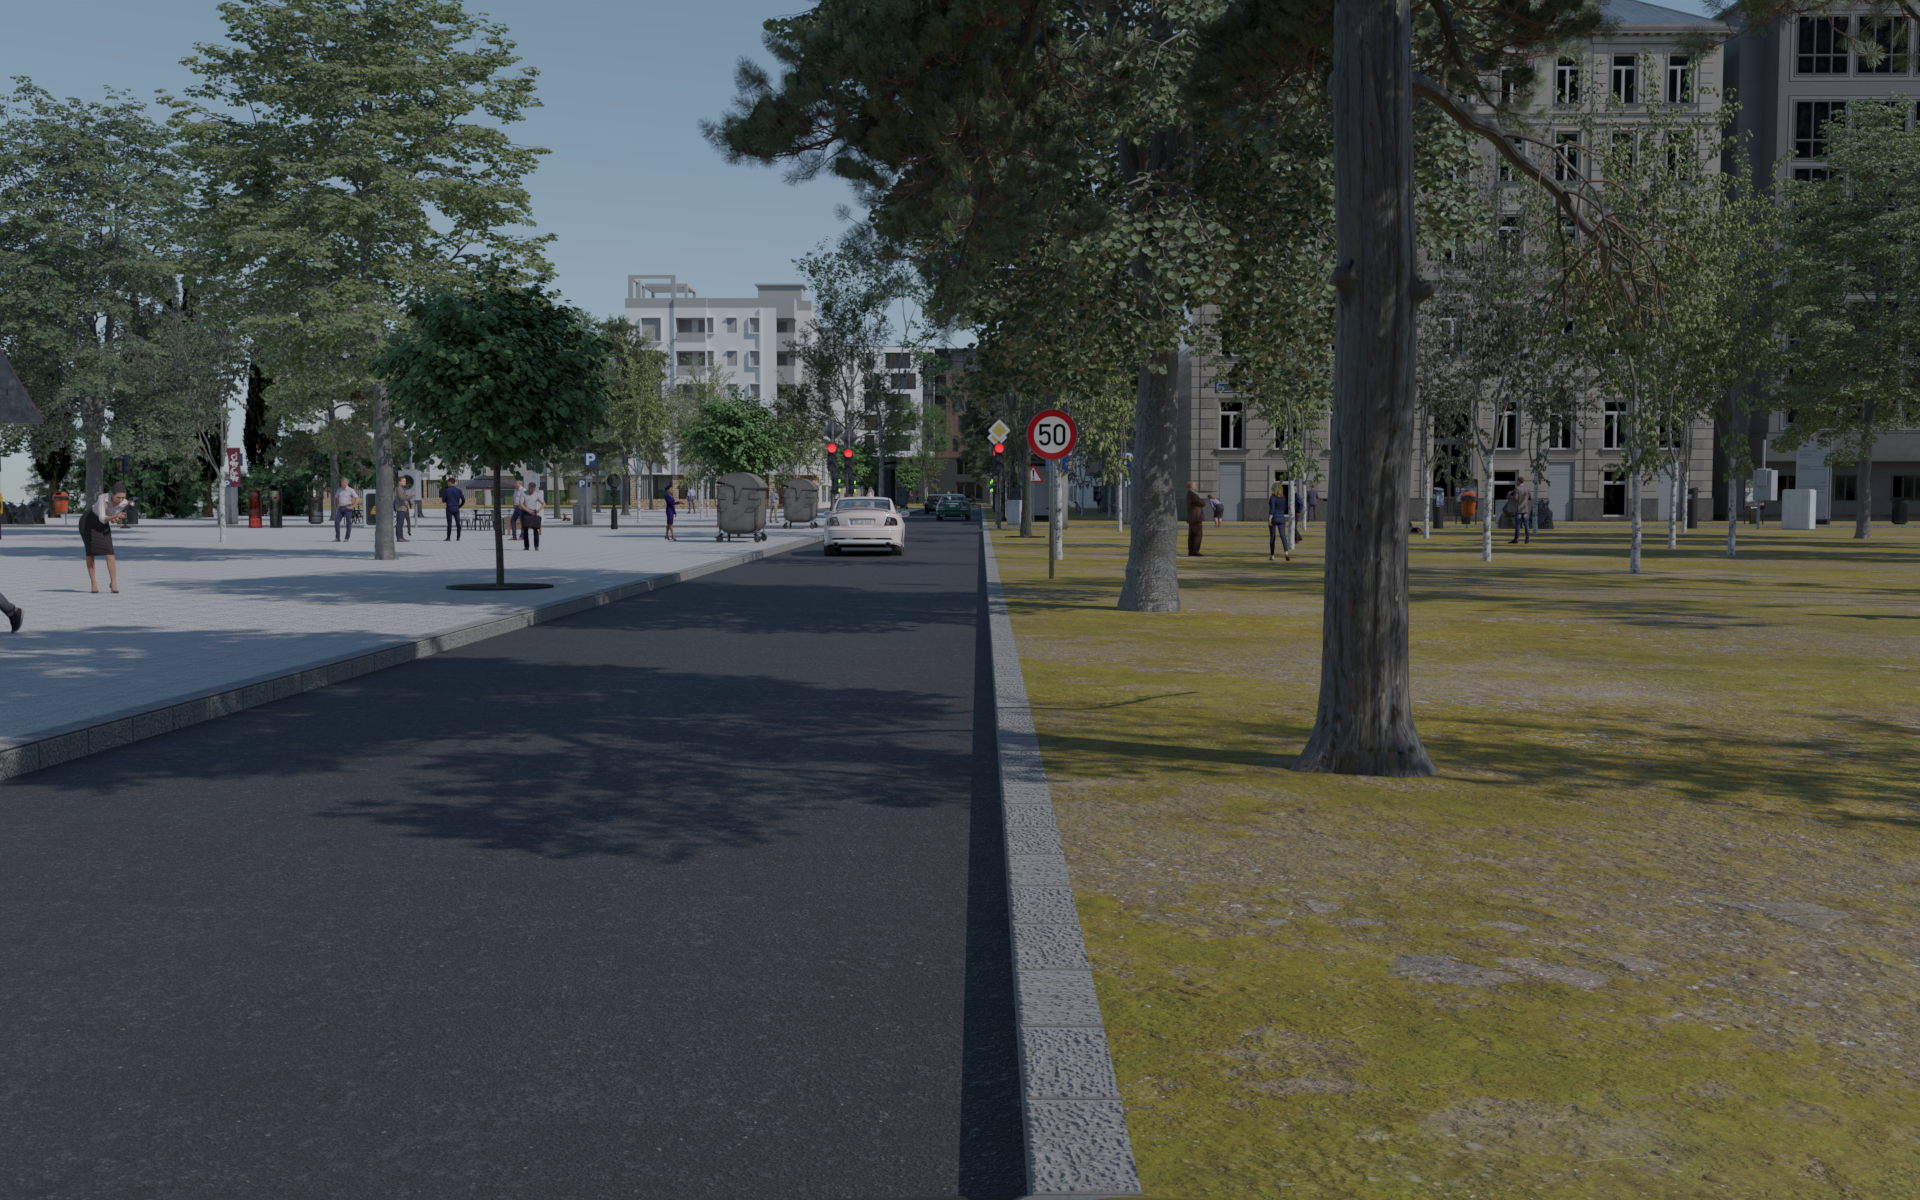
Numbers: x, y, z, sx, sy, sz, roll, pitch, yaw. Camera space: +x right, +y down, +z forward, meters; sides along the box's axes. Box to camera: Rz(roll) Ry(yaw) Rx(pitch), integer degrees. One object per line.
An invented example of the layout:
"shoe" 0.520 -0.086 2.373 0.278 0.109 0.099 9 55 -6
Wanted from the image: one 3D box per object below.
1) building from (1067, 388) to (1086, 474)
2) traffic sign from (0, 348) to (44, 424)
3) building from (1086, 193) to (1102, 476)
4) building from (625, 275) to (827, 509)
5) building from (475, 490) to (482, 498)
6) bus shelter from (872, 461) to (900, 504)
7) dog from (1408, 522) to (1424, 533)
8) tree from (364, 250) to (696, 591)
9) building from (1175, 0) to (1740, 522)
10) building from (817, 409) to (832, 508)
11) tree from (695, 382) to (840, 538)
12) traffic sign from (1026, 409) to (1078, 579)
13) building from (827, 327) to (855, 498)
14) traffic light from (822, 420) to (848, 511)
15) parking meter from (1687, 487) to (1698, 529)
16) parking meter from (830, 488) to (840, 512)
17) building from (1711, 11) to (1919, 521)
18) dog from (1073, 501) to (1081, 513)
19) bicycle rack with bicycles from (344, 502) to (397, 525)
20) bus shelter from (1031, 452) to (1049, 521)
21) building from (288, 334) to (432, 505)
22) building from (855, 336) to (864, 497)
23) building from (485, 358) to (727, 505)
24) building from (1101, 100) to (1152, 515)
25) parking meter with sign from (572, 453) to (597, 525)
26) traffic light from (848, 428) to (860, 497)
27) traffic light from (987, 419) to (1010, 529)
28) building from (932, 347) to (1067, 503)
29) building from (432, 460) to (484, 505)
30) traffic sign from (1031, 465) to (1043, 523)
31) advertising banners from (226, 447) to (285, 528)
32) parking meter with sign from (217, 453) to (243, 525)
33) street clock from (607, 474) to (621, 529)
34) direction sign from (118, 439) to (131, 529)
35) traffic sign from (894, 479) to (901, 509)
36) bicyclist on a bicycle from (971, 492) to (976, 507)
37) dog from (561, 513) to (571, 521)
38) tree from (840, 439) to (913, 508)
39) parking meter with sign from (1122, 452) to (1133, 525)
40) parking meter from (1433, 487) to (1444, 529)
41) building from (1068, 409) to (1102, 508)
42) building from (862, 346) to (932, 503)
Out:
"building" 19.414 -19.916 182.054 16.016 20.091 11.380 0 4 1
"traffic sign" -7.355 -0.800 13.079 0.884 2.594 0.081 0 4 1
"building" 17.613 -20.835 134.157 14.314 27.812 24.014 0 4 1
"building" -20.553 -18.184 153.725 16.016 20.091 11.380 0 4 1
"building" -51.858 -23.326 247.838 31.486 18.905 16.747 0 4 1
"bus shelter" -5.321 -8.195 125.271 1.731 3.624 6.357 0 4 1
"dog" 15.079 -2.425 57.387 0.748 0.427 0.550 2 4 30
"tree" -6.330 -2.440 23.616 4.285 4.588 4.351 0 3 0
"building" 22.864 -17.615 85.264 25.104 27.353 12.463 0 4 1
"building" -17.192 -14.162 173.694 9.099 9.664 28.070 0 4 1
"tree" -6.555 -4.106 50.840 4.285 4.588 4.351 0 3 0
"traffic sign" 1.382 -1.587 26.050 0.768 2.556 0.104 0 4 2
"building" -20.528 -20.627 193.675 16.016 20.091 11.380 0 4 1
"traffic light" -4.724 -4.603 64.497 0.839 4.213 0.868 0 4 1
"parking meter" 27.116 -3.409 64.147 0.372 1.533 0.369 0 3 0
"parking meter" -4.702 -3.465 65.067 0.372 1.533 0.369 0 3 0
"building" 48.006 -17.882 85.876 24.014 27.812 14.314 0 4 1
"dog" 7.924 -6.199 115.730 0.513 0.831 0.800 -1 4 -15
"bicycle rack with bicycles" -25.053 -3.675 73.465 2.852 0.926 2.925 1 4 11
"bus shelter" 3.923 -5.311 80.757 2.014 3.302 5.546 0 4 1
"building" -72.483 -21.572 209.128 11.380 20.091 16.016 0 4 1
"building" -17.440 -21.530 208.430 11.380 20.091 16.016 0 4 1
"building" -39.257 -20.910 208.330 31.486 18.905 16.747 0 4 1
"building" 15.922 -17.991 112.172 12.078 24.808 19.932 0 4 1
"parking meter with sign" -15.703 -4.656 72.386 0.543 3.016 1.738 0 4 8
"traffic light" -4.630 -5.091 72.482 0.839 4.213 0.868 0 4 1
"traffic light" 1.437 -4.599 64.441 0.839 4.213 0.868 0 4 1
"building" 12.918 -25.008 252.852 32.646 21.610 27.936 0 4 1
"building" -73.420 -23.952 248.031 11.380 20.091 16.016 0 4 1
"traffic sign" 3.257 -4.703 76.905 0.884 2.594 0.081 0 4 4
"advertising banners" -26.477 -4.213 65.076 2.074 3.025 0.090 0 4 -6
"parking meter with sign" -30.787 -4.691 72.964 0.543 3.016 1.738 0 4 -2
"street clock" -12.547 -3.562 62.805 0.358 2.002 0.471 3 5 42
"direction sign" -31.027 -4.421 64.277 0.876 3.537 0.379 3 5 40
"traffic sign" -5.361 -8.924 146.017 0.768 2.556 0.104 0 4 1
"bicyclist on a bicycle" 1.483 -10.924 188.625 1.499 1.676 1.625 0 4 1
"dog" -18.612 -3.910 81.666 0.550 0.427 0.748 -1 4 -10
"tree" -5.634 -6.600 91.630 4.285 4.588 4.351 0 3 0
"parking meter with sign" 7.079 -4.675 72.705 0.543 3.016 1.738 1 4 8
"parking meter" 17.725 -3.410 64.165 0.372 1.533 0.369 0 3 0
"building" 15.494 -13.491 162.730 9.099 9.664 28.070 0 4 1
"building" -19.726 -25.031 253.224 32.646 21.610 27.936 0 4 1
